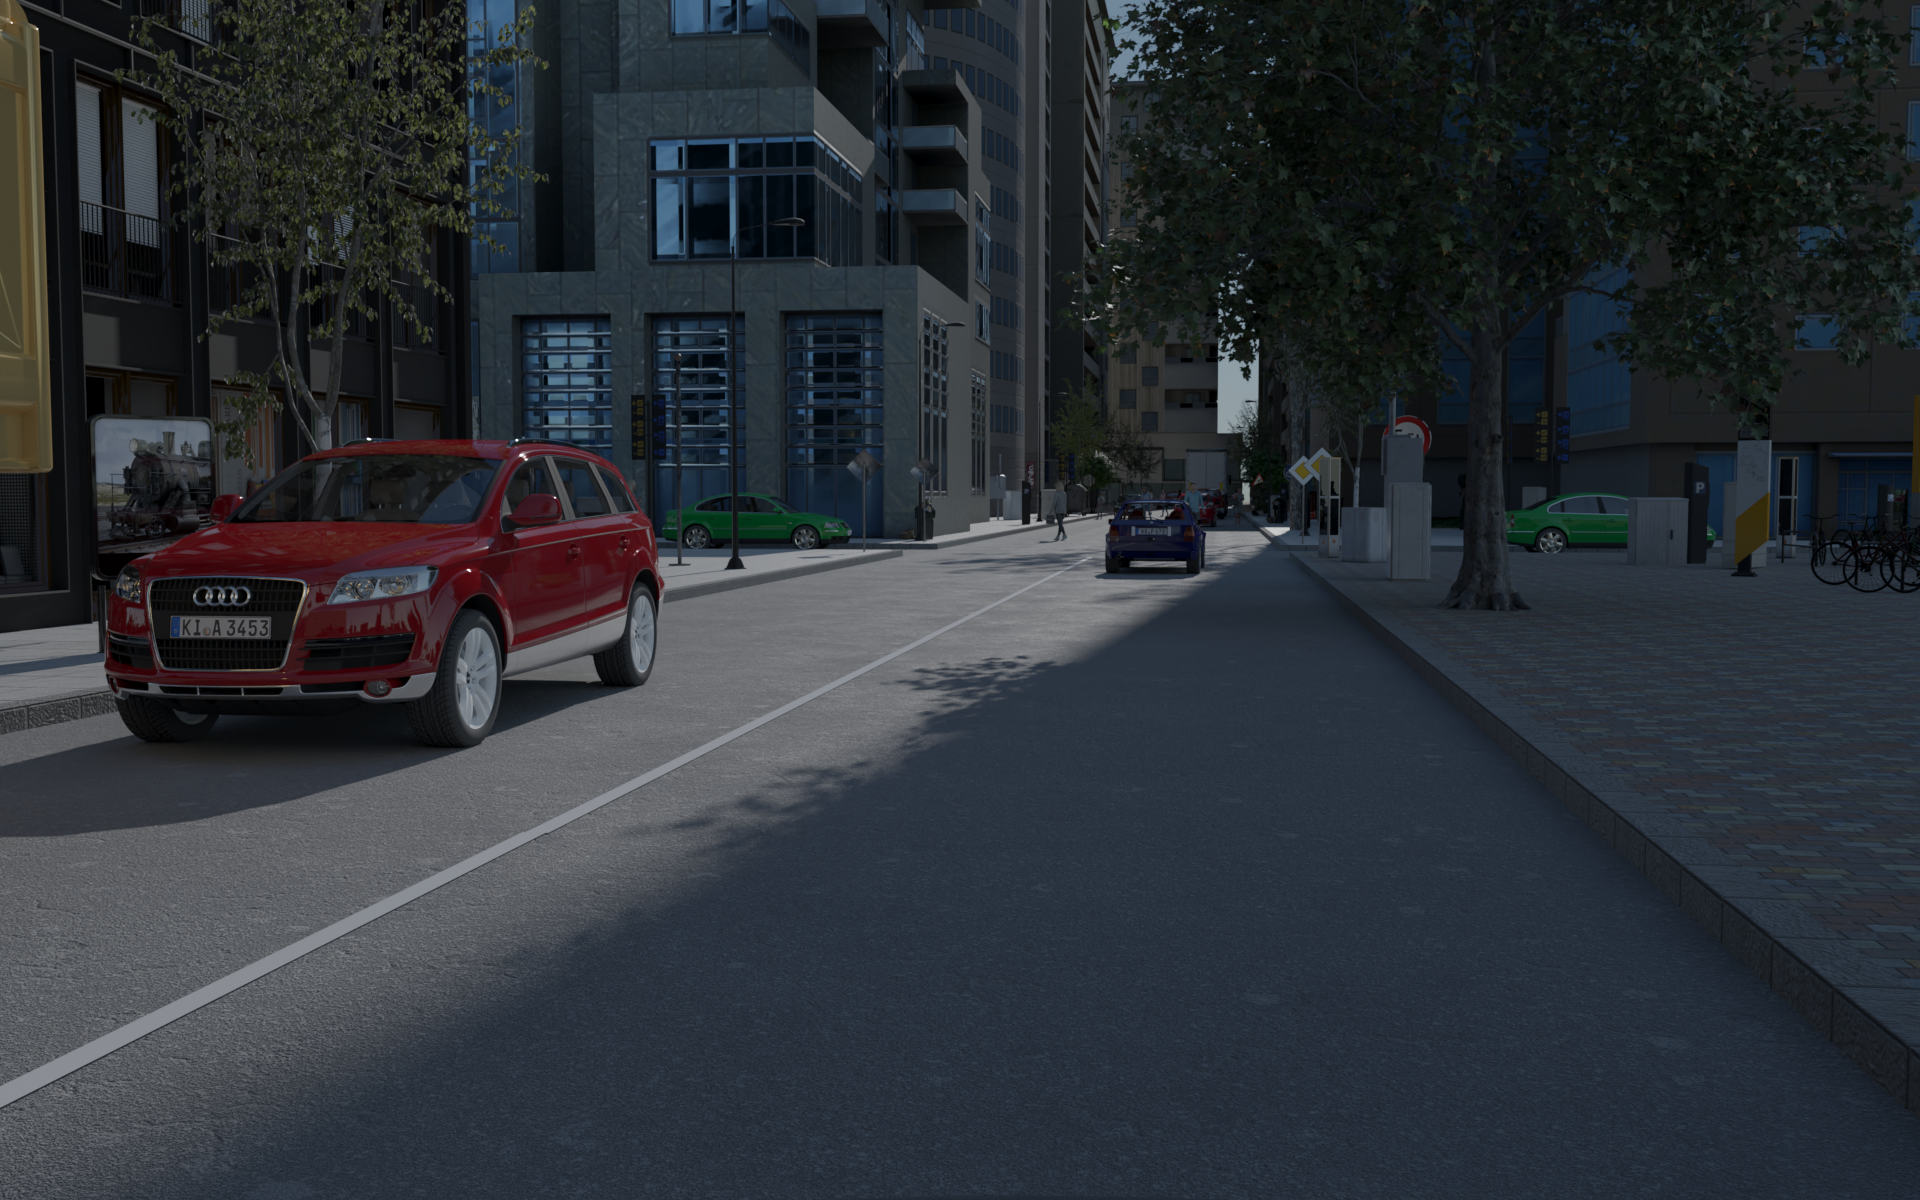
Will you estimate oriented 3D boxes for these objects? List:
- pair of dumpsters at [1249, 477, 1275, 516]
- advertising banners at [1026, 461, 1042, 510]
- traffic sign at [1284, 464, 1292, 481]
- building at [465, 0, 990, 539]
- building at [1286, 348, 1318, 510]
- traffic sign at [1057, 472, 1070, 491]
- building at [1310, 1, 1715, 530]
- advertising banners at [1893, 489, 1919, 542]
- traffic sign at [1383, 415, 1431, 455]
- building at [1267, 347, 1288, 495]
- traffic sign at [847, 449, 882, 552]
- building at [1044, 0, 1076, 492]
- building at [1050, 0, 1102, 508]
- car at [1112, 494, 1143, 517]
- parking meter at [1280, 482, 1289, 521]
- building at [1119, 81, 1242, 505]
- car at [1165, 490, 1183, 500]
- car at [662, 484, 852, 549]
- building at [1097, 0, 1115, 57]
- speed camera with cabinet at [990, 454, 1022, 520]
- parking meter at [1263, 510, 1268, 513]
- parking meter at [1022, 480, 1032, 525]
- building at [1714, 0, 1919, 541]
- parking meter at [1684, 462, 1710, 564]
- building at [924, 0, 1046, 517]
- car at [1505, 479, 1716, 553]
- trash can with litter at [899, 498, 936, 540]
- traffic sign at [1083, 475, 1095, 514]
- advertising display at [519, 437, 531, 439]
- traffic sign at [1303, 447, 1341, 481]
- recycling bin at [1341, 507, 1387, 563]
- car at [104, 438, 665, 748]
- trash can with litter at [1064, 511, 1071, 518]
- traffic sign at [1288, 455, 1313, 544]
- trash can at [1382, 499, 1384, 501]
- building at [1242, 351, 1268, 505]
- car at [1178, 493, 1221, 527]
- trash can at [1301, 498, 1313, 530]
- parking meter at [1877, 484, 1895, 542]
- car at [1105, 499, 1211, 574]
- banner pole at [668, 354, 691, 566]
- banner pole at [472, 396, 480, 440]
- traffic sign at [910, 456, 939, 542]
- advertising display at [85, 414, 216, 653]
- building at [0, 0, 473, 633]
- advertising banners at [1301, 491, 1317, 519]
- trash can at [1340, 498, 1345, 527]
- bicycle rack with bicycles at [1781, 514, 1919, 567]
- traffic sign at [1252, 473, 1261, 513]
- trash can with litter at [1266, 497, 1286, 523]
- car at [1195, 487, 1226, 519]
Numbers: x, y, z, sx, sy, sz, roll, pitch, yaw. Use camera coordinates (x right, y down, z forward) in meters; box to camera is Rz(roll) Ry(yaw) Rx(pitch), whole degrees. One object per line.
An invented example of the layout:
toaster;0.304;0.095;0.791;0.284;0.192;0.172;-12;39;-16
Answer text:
pair of dumpsters;17.950;-6.115;102.478;1.574;2.255;4.437;1;4;9
advertising banners;4.510;-5.852;91.860;2.074;3.025;0.090;0;4;-1
traffic sign;13.820;-4.389;71.860;0.768;2.556;0.104;1;4;12
building;-9.956;-45.918;63.429;22.319;86.520;31.000;1;4;8
building;39.451;-17.535;131.739;27.650;21.520;28.899;1;4;8
traffic sign;5.878;-6.009;98.352;0.768;2.556;0.104;1;4;14
building;22.241;-25.820;72.275;14.600;45.320;14.200;1;4;8
advertising banners;24.704;-2.933;44.138;0.090;3.025;2.074;-3;4;-39
traffic sign;7.243;-1.715;28.141;0.768;2.556;0.104;1;4;9
building;42.868;-33.906;178.063;21.300;48.544;21.600;1;4;8
traffic sign;-2.125;-2.127;38.418;0.795;2.450;0.064;1;4;8
building;-1.497;-42.397;131.442;20.563;71.187;20.611;1;4;8
building;1.090;-32.376;153.046;21.300;48.544;21.600;1;4;8
car;9.966;-5.604;101.405;2.009;1.686;4.222;1;4;9
parking meter;15.249;-4.635;81.496;0.399;1.863;0.255;1;4;18
building;22.151;-38.623;220.719;27.495;52.752;28.713;1;4;8
car;21.366;-10.003;172.228;2.281;1.827;5.304;0;4;7
car;-5.085;-2.126;43.563;4.718;1.807;1.959;0;4;7
building;1.752;-36.192;180.983;27.495;52.752;28.713;1;4;8
speed camera with cabinet;2.293;-5.597;85.852;0.660;3.252;2.038;3;5;42
parking meter;20.531;-6.593;116.203;0.372;1.533;0.369;0;3;0
parking meter;2.802;-4.109;72.888;0.399;1.863;0.255;0;4;-3
building;26.919;-24.596;52.261;14.200;45.320;14.600;1;4;8
parking meter;13.574;-1.604;31.939;0.399;1.863;0.255;-1;4;-9
building;-6.805;-34.236;101.764;21.231;58.520;28.212;1;4;8
car;14.828;-1.895;39.788;4.718;1.807;1.959;0;4;8
trash can with litter;-1.217;-2.276;48.592;1.055;1.170;0.624;1;4;20
traffic sign;8.440;-6.939;113.557;0.768;2.556;0.104;1;4;10
advertising display;-4.973;-0.902;19.959;0.123;1.923;0.974;-1;4;-10
traffic sign;7.709;-2.037;36.941;0.795;2.450;0.064;1;4;8
recycling bin;7.685;-1.229;32.642;0.722;1.027;0.722;-2;4;-34
car;-3.535;-0.177;11.567;2.281;1.827;5.304;0;4;7
trash can with litter;4.954;-4.723;88.604;1.055;1.170;0.624;3;4;37
traffic sign;8.883;-2.520;44.840;0.795;2.450;0.064;1;4;8
trash can;11.933;-2.188;47.431;0.748;1.137;0.748;0;3;0
building;49.394;-34.126;212.576;28.867;44.769;22.147;1;4;8
car;10.386;-4.116;76.333;2.155;1.783;4.494;1;4;10
trash can;12.394;-3.124;62.739;0.748;1.137;0.748;0;3;0
parking meter;23.477;-2.173;43.946;0.372;1.533;0.369;0;3;0
car;3.716;-1.223;32.573;1.945;1.354;3.894;1;4;10
banner pole;-4.978;-2.492;30.759;0.401;3.779;0.863;-1;4;-13
banner pole;-11.034;-3.003;39.119;0.401;3.779;0.863;-3;5;-43
traffic sign;-0.951;-2.610;46.316;0.795;2.450;0.064;1;4;8
advertising display;-6.619;-0.551;14.229;0.974;1.923;0.123;-3;5;-43
building;-14.468;-11.530;18.198;12.332;23.373;15.834;1;4;8
advertising banners;17.778;-5.583;87.462;2.074;3.025;0.090;2;4;33
trash can;14.527;-3.387;67.034;0.748;1.137;0.748;0;3;0
bicycle rack with bicycles;16.228;-1.101;31.381;2.852;0.926;2.925;1;4;9
traffic sign;18.664;-6.611;108.092;0.884;2.594;0.081;1;4;10
trash can with litter;13.791;-3.941;75.828;0.624;1.170;1.055;-2;4;-26
car;14.201;-5.572;99.772;2.281;1.827;5.304;0;4;7
